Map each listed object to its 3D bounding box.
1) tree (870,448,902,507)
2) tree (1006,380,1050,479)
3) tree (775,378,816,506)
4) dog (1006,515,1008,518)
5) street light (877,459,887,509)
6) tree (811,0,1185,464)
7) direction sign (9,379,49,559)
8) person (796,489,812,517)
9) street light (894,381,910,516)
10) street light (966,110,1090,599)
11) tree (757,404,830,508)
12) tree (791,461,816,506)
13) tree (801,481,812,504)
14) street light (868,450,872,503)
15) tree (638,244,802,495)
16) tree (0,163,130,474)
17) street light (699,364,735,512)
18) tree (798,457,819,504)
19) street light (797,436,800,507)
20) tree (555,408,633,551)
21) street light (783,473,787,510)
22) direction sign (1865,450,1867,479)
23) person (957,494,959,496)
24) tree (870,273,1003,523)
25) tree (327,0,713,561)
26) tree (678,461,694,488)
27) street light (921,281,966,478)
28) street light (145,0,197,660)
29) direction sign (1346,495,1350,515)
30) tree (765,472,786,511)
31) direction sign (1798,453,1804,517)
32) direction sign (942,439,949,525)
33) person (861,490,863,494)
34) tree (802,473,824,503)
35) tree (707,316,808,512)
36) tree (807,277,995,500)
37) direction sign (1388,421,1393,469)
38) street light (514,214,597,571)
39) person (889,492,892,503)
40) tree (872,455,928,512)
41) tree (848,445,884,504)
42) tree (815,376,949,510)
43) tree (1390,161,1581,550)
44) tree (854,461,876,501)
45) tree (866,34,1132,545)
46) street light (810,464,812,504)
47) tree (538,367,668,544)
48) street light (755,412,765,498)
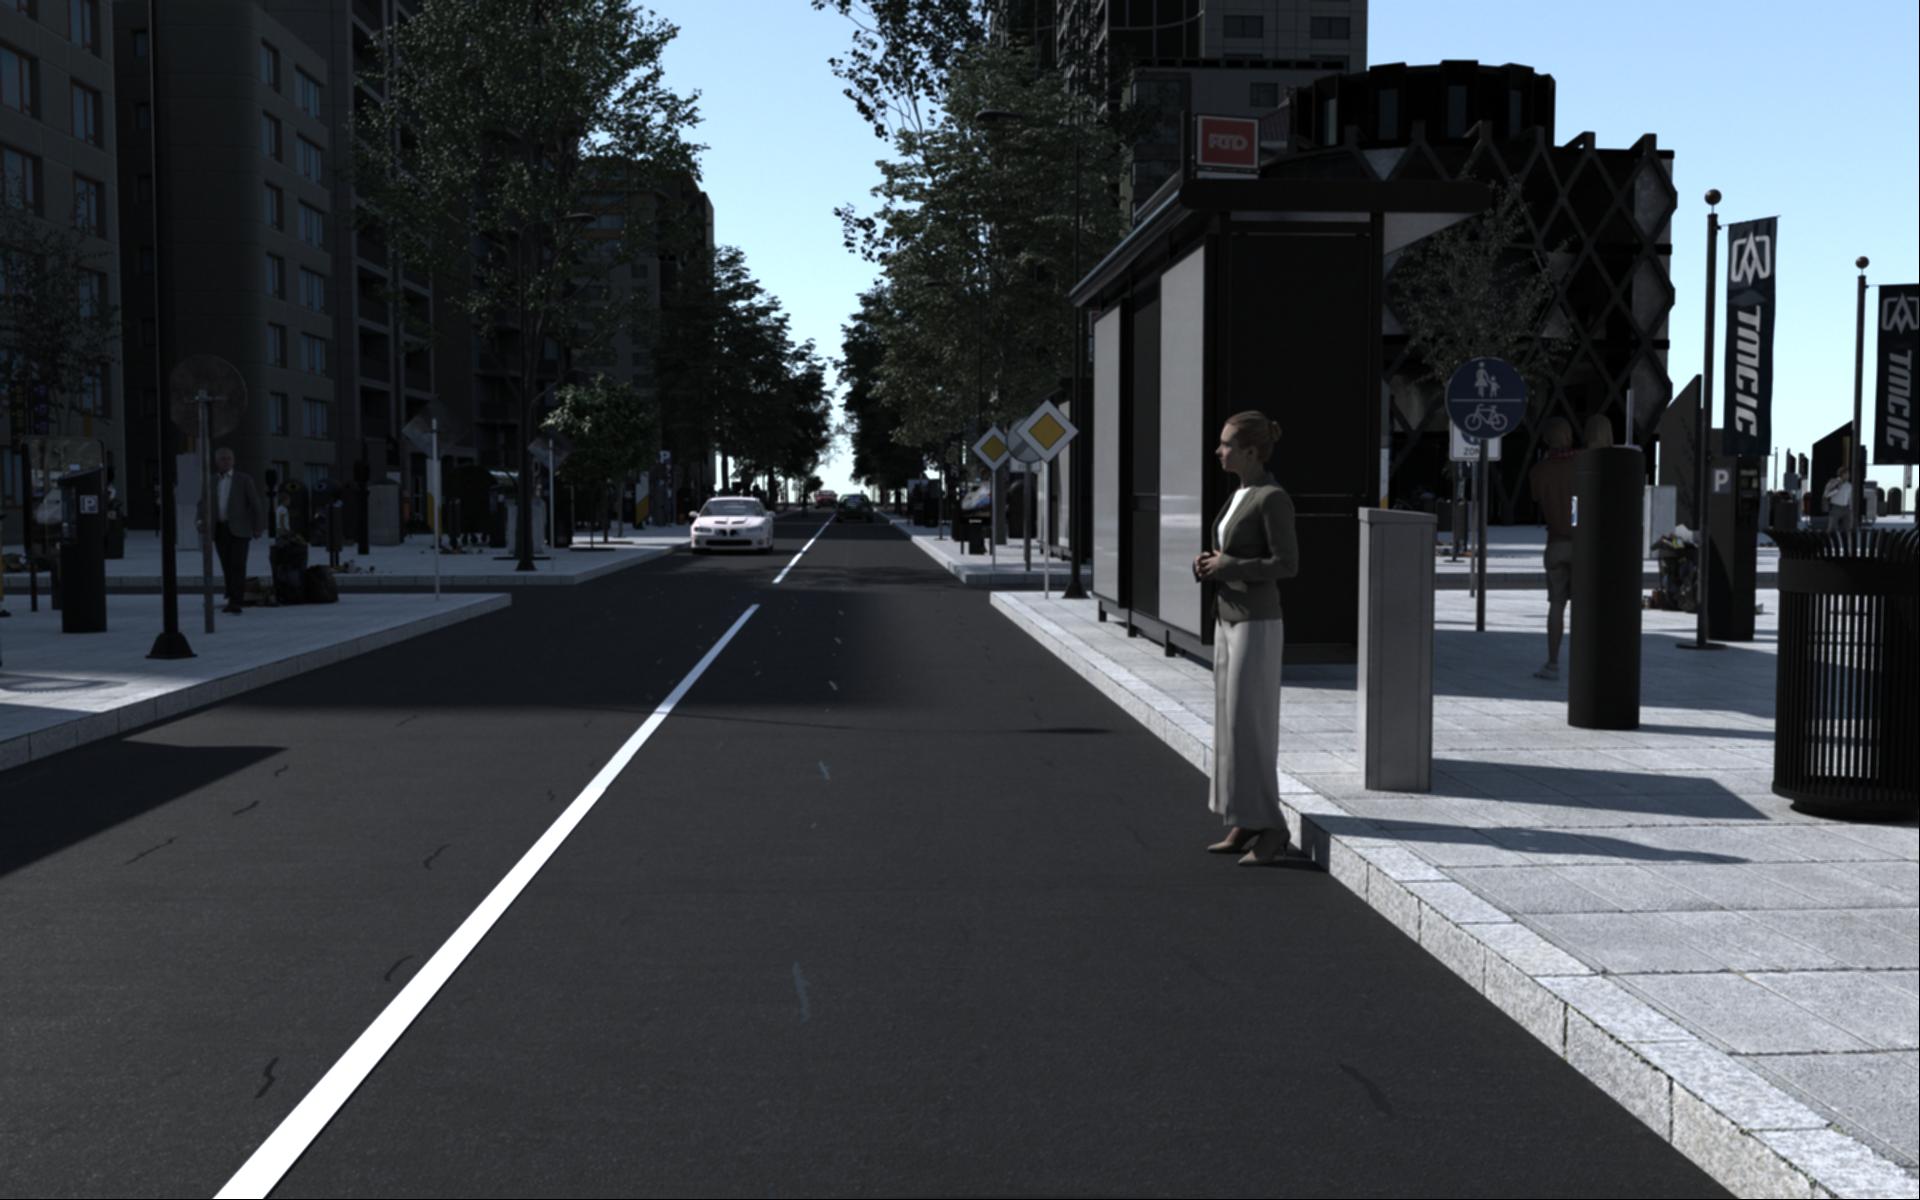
[{"bbox_3d":[-8.435,-15.280,200.196,4.737,8.622,4.395,0,3,0],"label":"tree"},{"bbox_3d":[4.856,-9.300,102.416,4.737,8.622,4.395,0,3,0],"label":"tree"},{"bbox_3d":[-16.582,-16.521,180.490,12.009,13.543,11.850,0,3,0],"label":"tree"},{"bbox_3d":[2.365,-4.334,88.595,0.748,0.427,0.550,3,5,41],"label":"dog"},{"bbox_3d":[-4.090,-8.014,103.565,1.470,5.913,1.316,0,4,-4],"label":"street light"},{"bbox_3d":[1.446,-12.323,57.374,12.611,20.169,13.585,0,3,0],"label":"tree"},{"bbox_3d":[-18.436,-2.592,34.375,0.876,3.537,0.379,1,4,14],"label":"direction sign"},{"bbox_3d":[-9.722,-6.035,108.000,1.217,1.723,0.721,-3,4,-37],"label":"person"},{"bbox_3d":[-2.075,-6.007,70.760,1.470,5.913,1.316,0,4,-4],"label":"street light"},{"bbox_3d":[0.886,-2.973,21.146,1.470,5.913,1.316,0,4,-4],"label":"street light"},{"bbox_3d":[-15.363,-13.500,155.134,8.767,10.594,7.601,1,4,14],"label":"tree"},{"bbox_3d":[-18.166,-14.874,193.552,4.360,8.622,3.978,0,3,0],"label":"tree"},{"bbox_3d":[-20.016,-14.337,229.016,1.663,3.219,1.824,0,3,0],"label":"tree"},{"bbox_3d":[-6.898,-10.712,147.685,1.470,5.913,1.316,0,4,-4],"label":"street light"},{"bbox_3d":[-11.221,-9.861,79.356,7.486,12.596,7.792,0,3,0],"label":"tree"},{"bbox_3d":[-20.493,-5.399,38.632,4.360,8.622,3.978,0,3,0],"label":"tree"},{"bbox_3d":[-8.759,-5.481,62.151,1.470,5.913,1.316,0,4,-4],"label":"street light"},{"bbox_3d":[-18.811,-16.073,213.156,4.737,8.622,4.395,0,3,0],"label":"tree"},{"bbox_3d":[-13.475,-10.141,138.350,1.470,5.913,1.316,0,4,-4],"label":"street light"},{"bbox_3d":[-8.466,-2.725,39.149,1.663,3.219,1.824,0,3,0],"label":"tree"},{"bbox_3d":[-11.364,-8.100,104.982,1.470,5.913,1.316,0,4,-4],"label":"street light"},{"bbox_3d":[45.966,-5.917,88.739,0.379,3.537,0.876,-3,5,-39],"label":"direction sign"},{"bbox_3d":[-0.730,-12.260,206.473,1.348,1.826,0.705,1,4,8],"label":"person"},{"bbox_3d":[-1.746,-9.326,78.228,9.928,11.665,9.643,0,3,0],"label":"tree"},{"bbox_3d":[-8.376,-6.590,33.496,9.928,11.665,9.643,0,3,0],"label":"tree"},{"bbox_3d":[-16.736,-6.610,102.674,1.663,3.219,1.824,0,3,0],"label":"tree"},{"bbox_3d":[-0.100,-3.998,37.910,1.470,5.913,1.316,0,4,-4],"label":"street light"},{"bbox_3d":[-5.651,-2.502,13.443,1.470,5.913,1.316,0,4,-4],"label":"street light"},{"bbox_3d":[7.297,-2.478,32.510,0.876,3.537,0.379,1,4,21],"label":"direction sign"},{"bbox_3d":[-14.202,-8.370,131.454,1.663,3.219,1.824,0,3,0],"label":"tree"},{"bbox_3d":[46.814,-6.388,96.435,0.379,3.537,0.876,1,4,9],"label":"direction sign"},{"bbox_3d":[-0.600,-4.826,70.905,0.379,3.537,0.876,0,4,-5],"label":"direction sign"},{"bbox_3d":[-8.553,-8.538,148.633,0.750,1.759,0.617,0,4,-6],"label":"person"},{"bbox_3d":[-22.133,-16.974,261.235,4.285,4.588,4.351,0,3,0],"label":"tree"},{"bbox_3d":[-13.388,-13.204,122.541,9.857,13.997,8.962,0,3,0],"label":"tree"},{"bbox_3d":[-2.587,-11.554,95.564,9.857,13.997,8.962,0,3,0],"label":"tree"},{"bbox_3d":[12.950,-3.748,53.280,0.876,3.537,0.379,-2,4,-29],"label":"direction sign"},{"bbox_3d":[-6.722,-3.442,28.826,1.470,5.913,1.316,0,4,-4],"label":"street light"},{"bbox_3d":[-10.155,-14.722,246.680,1.348,1.831,0.705,1,4,21],"label":"person"},{"bbox_3d":[-4.023,-8.748,126.745,4.285,4.588,4.351,0,3,0],"label":"tree"},{"bbox_3d":[-9.811,-18.783,224.115,9.611,12.733,9.660,0,3,0],"label":"tree"},{"bbox_3d":[-5.036,-14.033,139.813,12.009,13.543,11.850,0,3,0],"label":"tree"},{"bbox_3d":[11.646,-5.444,39.368,4.360,8.622,3.978,0,3,0],"label":"tree"},{"bbox_3d":[-12.233,-19.412,251.797,7.601,10.594,8.767,1,4,17],"label":"tree"},{"bbox_3d":[1.372,-7.667,43.477,7.486,12.596,7.792,0,3,0],"label":"tree"},{"bbox_3d":[-15.479,-12.148,171.155,1.470,5.913,1.316,0,4,-4],"label":"street light"},{"bbox_3d":[-9.236,-3.745,44.950,4.285,4.588,4.351,0,3,0],"label":"tree"},{"bbox_3d":[-10.732,-7.527,95.604,1.470,5.913,1.316,0,4,-4],"label":"street light"}]
